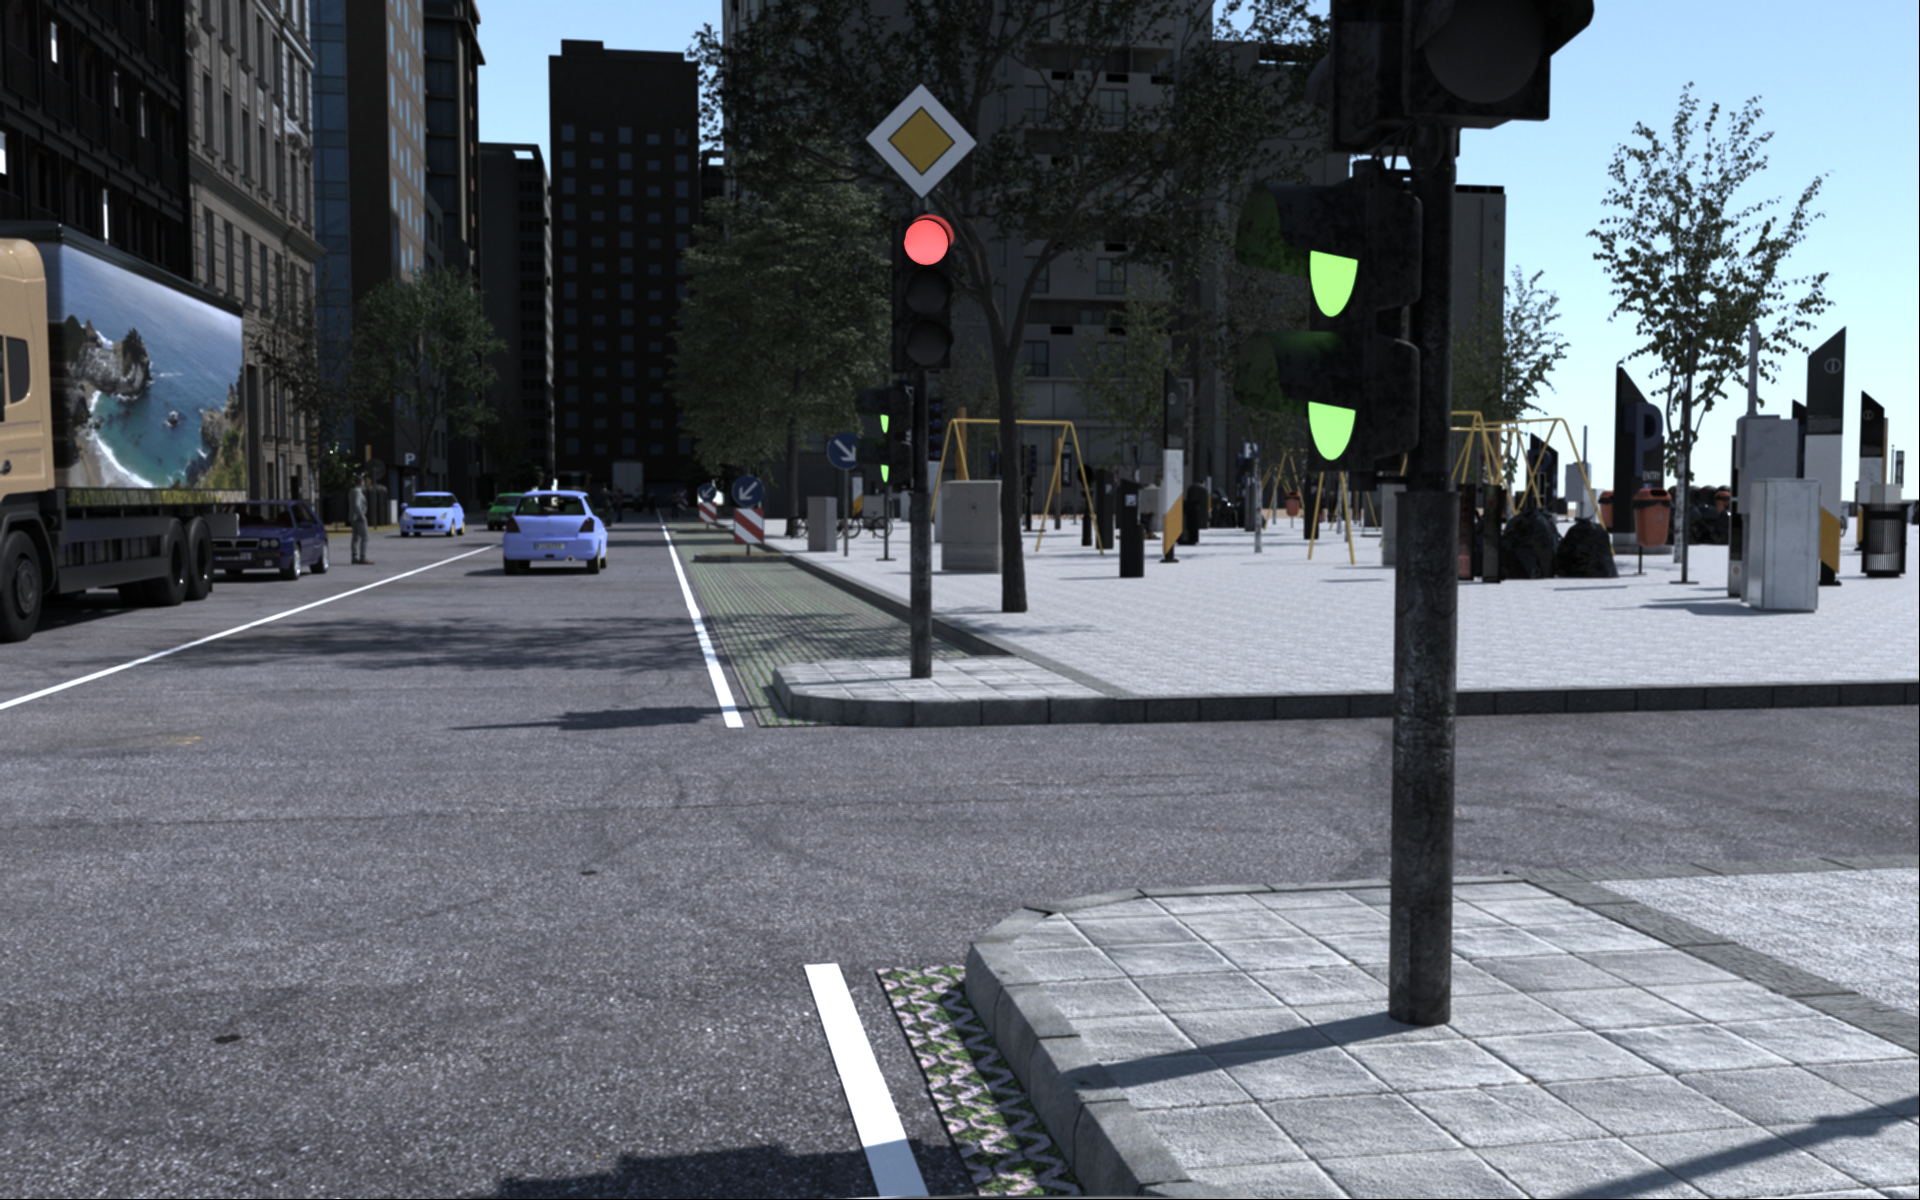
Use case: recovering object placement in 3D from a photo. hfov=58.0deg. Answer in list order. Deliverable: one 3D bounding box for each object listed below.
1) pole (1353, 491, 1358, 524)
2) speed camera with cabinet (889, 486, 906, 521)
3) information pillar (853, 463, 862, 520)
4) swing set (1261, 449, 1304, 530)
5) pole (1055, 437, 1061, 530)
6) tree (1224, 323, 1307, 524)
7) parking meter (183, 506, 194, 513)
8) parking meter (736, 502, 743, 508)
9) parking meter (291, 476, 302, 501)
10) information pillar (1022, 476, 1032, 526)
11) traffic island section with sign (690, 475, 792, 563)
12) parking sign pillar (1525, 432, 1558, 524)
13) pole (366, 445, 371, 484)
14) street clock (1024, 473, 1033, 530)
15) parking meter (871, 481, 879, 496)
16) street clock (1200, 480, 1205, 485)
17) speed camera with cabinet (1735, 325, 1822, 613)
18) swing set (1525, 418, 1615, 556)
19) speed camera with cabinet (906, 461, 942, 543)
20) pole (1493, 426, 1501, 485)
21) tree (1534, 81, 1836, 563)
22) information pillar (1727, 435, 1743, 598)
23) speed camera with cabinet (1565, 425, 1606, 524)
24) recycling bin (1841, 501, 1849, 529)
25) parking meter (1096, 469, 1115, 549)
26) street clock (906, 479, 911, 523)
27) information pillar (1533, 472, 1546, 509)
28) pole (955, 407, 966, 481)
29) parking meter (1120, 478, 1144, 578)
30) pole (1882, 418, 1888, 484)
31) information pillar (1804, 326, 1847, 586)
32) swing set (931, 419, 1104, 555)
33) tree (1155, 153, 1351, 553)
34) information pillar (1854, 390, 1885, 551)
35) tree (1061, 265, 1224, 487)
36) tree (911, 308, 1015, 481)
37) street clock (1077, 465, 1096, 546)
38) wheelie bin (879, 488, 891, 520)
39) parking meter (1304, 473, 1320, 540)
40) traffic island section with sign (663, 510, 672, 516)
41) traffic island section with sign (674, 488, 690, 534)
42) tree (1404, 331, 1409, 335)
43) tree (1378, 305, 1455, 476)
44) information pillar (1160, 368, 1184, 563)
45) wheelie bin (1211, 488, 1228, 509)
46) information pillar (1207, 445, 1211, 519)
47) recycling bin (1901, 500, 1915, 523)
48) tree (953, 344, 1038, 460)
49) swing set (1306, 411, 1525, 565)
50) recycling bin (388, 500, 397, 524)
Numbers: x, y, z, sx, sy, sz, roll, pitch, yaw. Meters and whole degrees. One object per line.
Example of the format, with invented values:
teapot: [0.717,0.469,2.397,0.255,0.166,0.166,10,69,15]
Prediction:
pole: [17.067,-4.939,74.596,0.158,3.312,0.155,0,3,0]
speed camera with cabinet: [-2.612,-5.359,81.963,0.660,3.252,2.038,-2,4,-33]
information pillar: [-5.068,-5.752,85.405,0.504,3.616,0.183,-1,4,-22]
swing set: [12.580,-3.869,60.878,3.119,2.851,2.862,-1,4,-23]
pole: [3.531,-4.199,62.499,0.158,3.312,0.155,0,3,0]
tree: [13.133,-7.509,73.131,4.737,8.622,4.395,0,3,0]
parking meter: [-16.200,-1.698,36.168,0.372,1.533,0.369,0,3,0]
parking meter: [-9.913,-4.441,78.326,0.399,1.863,0.255,-3,5,-41]
parking meter: [-21.332,-3.059,55.721,0.255,1.863,0.399,0,4,-2]
information pillar: [2.719,-4.048,70.669,0.304,2.012,0.304,3,4,38]
traffic island section with sign: [-4.636,-1.719,36.733,1.989,1.847,2.006,-1,4,-10]
parking sign pillar: [25.252,-5.303,75.170,1.447,3.967,1.447,-3,5,-40]
pole: [-24.624,-4.789,72.151,0.158,3.312,0.155,0,3,0]
street clock: [2.362,-3.371,59.682,0.358,2.002,0.471,0,4,7]
parking meter: [-3.928,-4.539,79.925,0.255,1.863,0.399,2,4,29]
street clock: [12.609,-5.232,90.112,0.358,2.002,0.471,1,4,19]
speed camera with cabinet: [9.269,-1.547,19.623,0.660,3.252,2.038,1,4,16]
swing set: [11.794,-2.405,36.940,2.862,2.851,3.119,-1,4,-18]
speed camera with cabinet: [-0.502,-3.170,46.171,0.660,3.252,2.038,-3,4,-37]
pole: [16.034,-3.541,51.742,0.158,3.312,0.155,0,3,0]
tree: [13.583,-4.989,31.939,4.737,8.622,4.395,0,3,0]
information pillar: [9.776,-1.040,21.496,0.304,2.012,0.304,-1,4,-14]
speed camera with cabinet: [18.245,-3.437,50.525,0.660,3.252,2.038,3,4,37]
recycling bin: [32.001,-3.112,63.441,0.722,1.027,0.722,-2,4,-24]
parking meter: [3.371,-2.111,40.225,0.399,1.863,0.255,-3,5,-40]
street clock: [-2.153,-4.434,77.067,0.471,2.002,0.358,1,4,18]
information pillar: [19.678,-3.325,58.862,0.304,2.012,0.304,-1,4,-12]
pole: [0.046,-2.874,40.836,0.158,3.312,0.155,0,3,0]
parking meter: [2.650,-1.117,26.674,0.372,1.533,0.369,0,3,0]
pole: [24.622,-3.205,46.250,0.158,3.312,0.155,0,3,0]
information pillar: [12.119,-2.013,24.272,0.504,3.616,0.183,2,4,33]
swing set: [0.992,-2.396,36.798,3.119,2.851,2.862,-2,4,-27]
tree: [6.486,-5.321,37.364,4.360,8.622,3.978,0,3,0]
information pillar: [20.536,-2.919,39.086,0.504,3.616,0.183,1,4,11]
tree: [5.446,-6.366,54.440,4.737,8.622,4.395,0,3,0]
tree: [0.003,-7.112,66.646,4.360,8.622,3.978,0,3,0]
street clock: [3.137,-2.335,42.748,0.471,2.002,0.358,3,4,36]
wheelie bin: [-3.674,-4.624,83.518,0.693,1.594,0.980,0,4,4]
parking meter: [9.948,-2.644,48.933,0.399,1.863,0.255,-1,4,-17]
traffic island section with sign: [-18.074,-6.341,112.302,1.989,1.847,2.006,-1,4,-10]
traffic island section with sign: [-9.353,-3.342,63.274,1.989,1.847,2.006,-1,4,-10]
tree: [17.770,-6.886,62.944,4.737,8.622,4.395,0,3,0]
tree: [10.505,-5.836,45.780,4.360,8.622,3.978,0,3,0]
information pillar: [3.979,-2.510,32.386,0.504,3.616,0.183,-3,5,-44]
wheelie bin: [13.136,-4.896,87.964,0.693,1.594,0.980,3,4,37]
information pillar: [11.958,-5.618,83.205,0.183,3.616,0.504,0,4,-6]
recycling bin: [42.598,-3.984,77.699,0.722,1.027,0.722,3,4,37]
tree: [1.819,-8.125,83.198,4.737,8.622,4.395,0,3,0]
swing set: [8.531,-2.152,32.799,3.119,2.851,2.862,0,4,-5]
recycling bin: [-24.307,-3.719,73.353,0.722,1.027,0.722,0,4,2]
